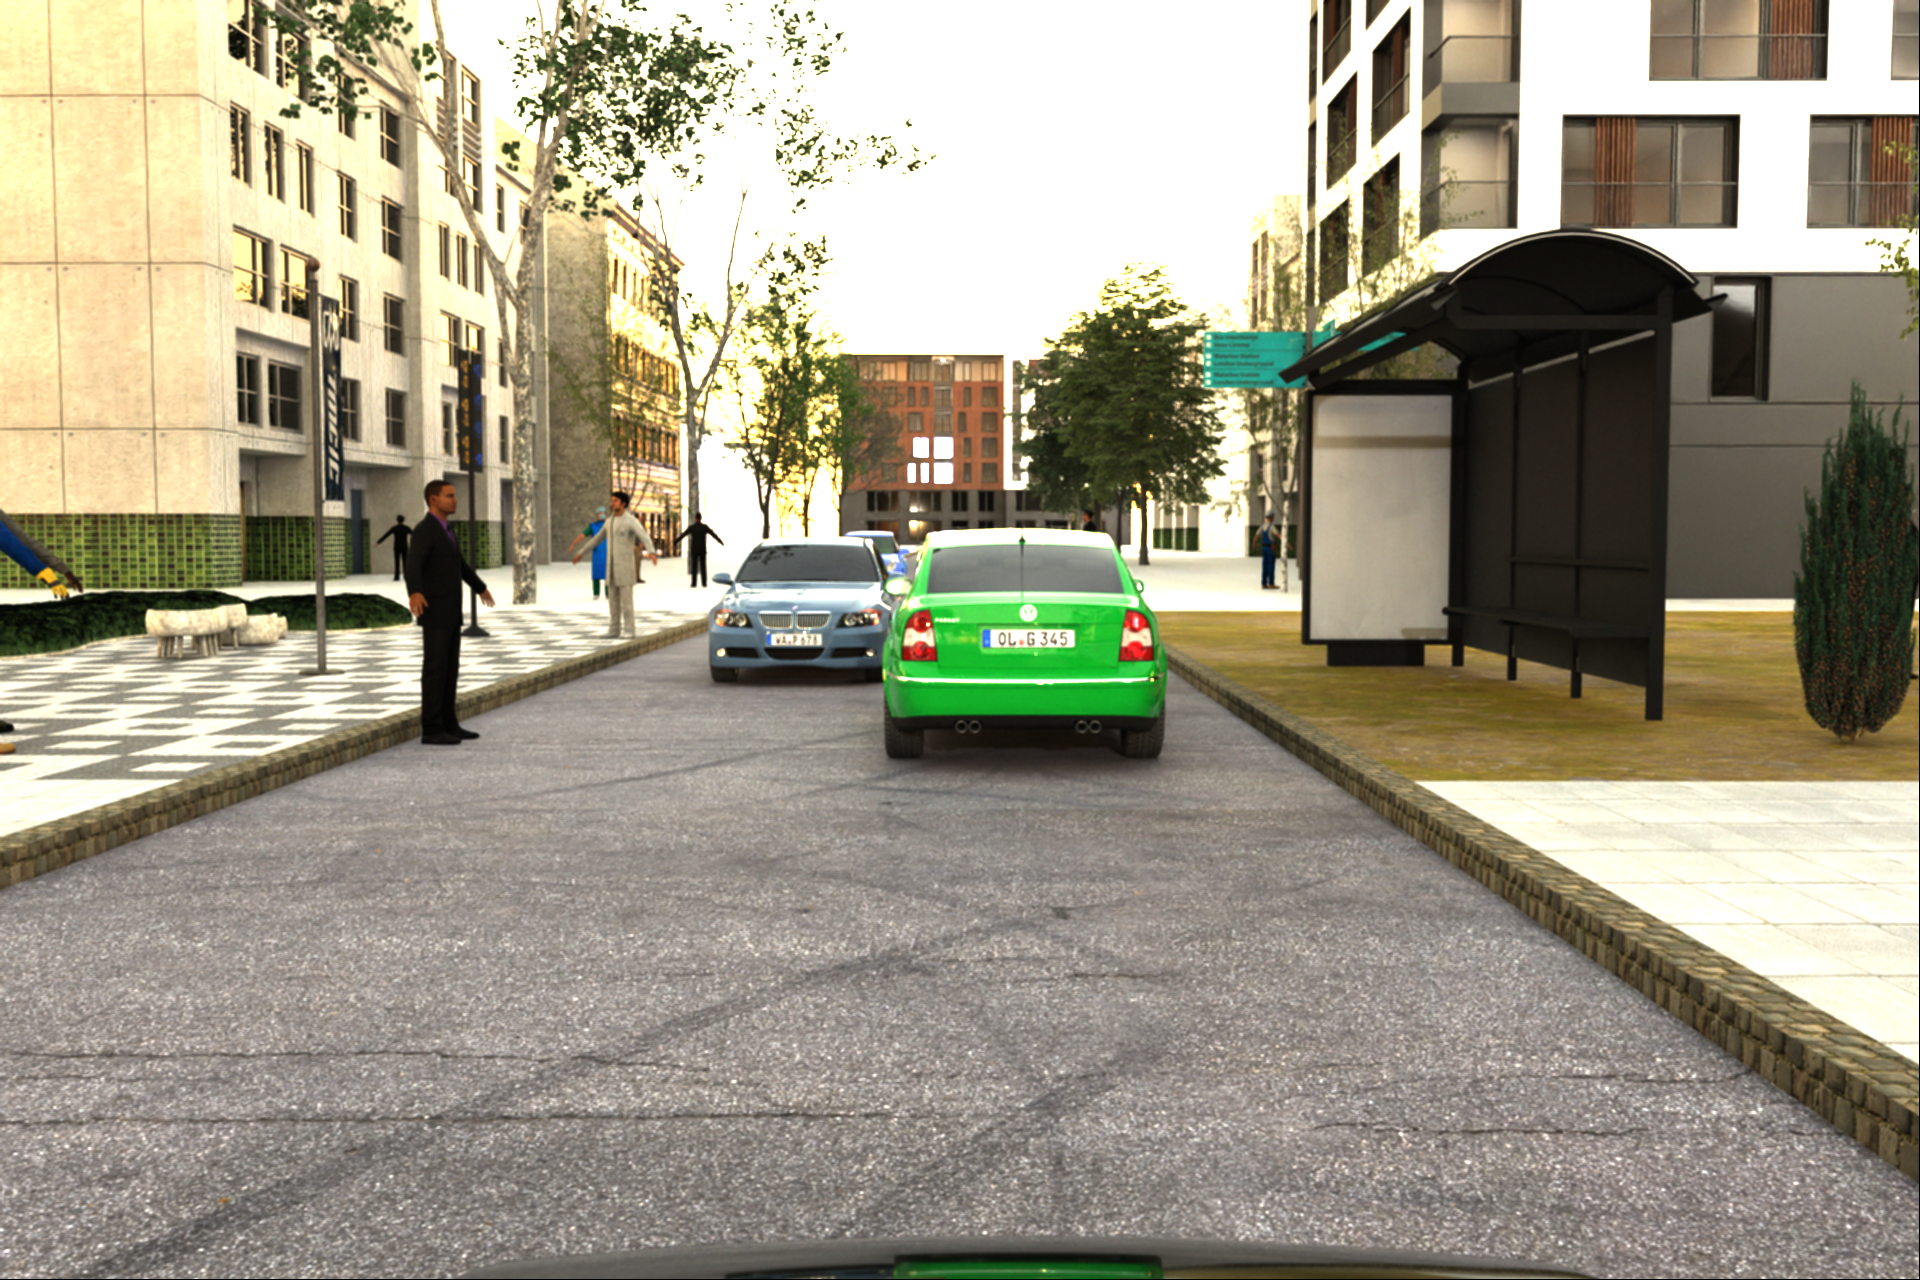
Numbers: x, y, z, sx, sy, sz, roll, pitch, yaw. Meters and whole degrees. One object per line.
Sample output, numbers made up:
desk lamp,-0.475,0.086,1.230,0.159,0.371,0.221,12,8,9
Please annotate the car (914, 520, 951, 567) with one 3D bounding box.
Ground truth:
car,-0.275,-2.339,47.043,1.959,1.807,4.718,0,4,-1

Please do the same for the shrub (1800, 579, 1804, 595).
shrub,11.874,-0.754,23.446,1.383,1.207,1.383,0,3,0

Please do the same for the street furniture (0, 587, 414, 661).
street furniture,-10.347,-0.377,21.791,5.734,0.657,10.072,0,4,-3

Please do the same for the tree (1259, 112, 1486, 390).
tree,7.651,-4.889,30.299,4.360,8.622,3.978,0,3,0

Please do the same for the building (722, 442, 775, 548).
building,-22.718,-14.043,171.746,9.099,9.664,28.070,0,4,1

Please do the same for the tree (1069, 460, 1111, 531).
tree,7.784,-9.601,107.334,4.737,8.622,4.395,0,3,0

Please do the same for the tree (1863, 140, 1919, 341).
tree,16.456,-4.688,27.009,4.737,8.622,4.395,0,3,0

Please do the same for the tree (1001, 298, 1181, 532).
tree,7.316,-11.428,93.496,9.857,13.997,8.962,0,3,0

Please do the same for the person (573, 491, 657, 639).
person,-4.196,-0.924,21.291,1.347,1.806,0.705,2,4,32

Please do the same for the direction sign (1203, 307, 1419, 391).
direction sign,4.128,-1.904,19.899,2.525,3.948,1.411,0,3,0

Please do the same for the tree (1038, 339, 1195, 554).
tree,7.327,-8.988,81.371,8.767,10.594,7.601,2,4,26

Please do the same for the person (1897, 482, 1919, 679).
person,8.435,-0.534,15.452,0.721,1.740,1.216,0,4,-4

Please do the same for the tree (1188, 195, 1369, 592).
tree,7.176,-5.354,37.901,4.360,8.622,3.978,0,3,0

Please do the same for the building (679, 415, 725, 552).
building,-22.994,-11.849,135.883,9.099,9.664,28.070,0,4,1

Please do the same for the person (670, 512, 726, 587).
person,-6.318,-2.181,41.889,1.346,1.802,0.704,-1,4,-13

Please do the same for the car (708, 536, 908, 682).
car,-1.542,-0.386,18.308,2.014,1.417,4.499,0,3,0

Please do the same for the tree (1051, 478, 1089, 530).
tree,6.952,-9.985,113.610,4.360,8.622,3.978,0,3,0

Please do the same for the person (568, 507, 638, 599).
person,-7.027,-1.708,34.049,1.347,1.817,0.704,-1,4,-20

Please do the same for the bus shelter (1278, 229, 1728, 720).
bus shelter,4.097,-1.246,14.289,2.014,3.302,5.546,0,4,1

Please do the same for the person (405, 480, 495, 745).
person,-3.548,-0.198,11.927,0.704,1.802,1.346,0,4,5

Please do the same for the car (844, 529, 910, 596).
car,-2.152,-1.933,41.200,1.945,1.707,3.694,0,4,1

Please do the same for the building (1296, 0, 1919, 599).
building,23.361,-12.585,49.735,27.936,21.610,32.646,0,4,0

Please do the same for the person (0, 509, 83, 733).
person,-6.366,-0.305,11.111,1.348,1.813,0.705,0,4,-5

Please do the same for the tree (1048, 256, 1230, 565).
tree,7.206,-9.383,71.540,7.486,12.596,7.792,0,3,0

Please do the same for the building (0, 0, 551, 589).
building,-25.545,-11.566,55.562,16.747,18.905,31.486,0,4,1

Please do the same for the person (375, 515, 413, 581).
person,-15.406,-2.539,47.705,1.347,1.806,0.705,-2,4,-26

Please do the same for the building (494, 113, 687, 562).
building,-25.081,-15.720,87.943,19.493,23.208,18.063,0,4,1

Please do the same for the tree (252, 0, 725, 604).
tree,-9.179,-10.774,32.045,12.611,20.169,13.585,0,3,0

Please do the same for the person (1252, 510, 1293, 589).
person,7.268,-2.125,40.608,0.705,1.847,1.347,-2,4,-32

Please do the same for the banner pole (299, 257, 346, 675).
banner pole,-5.850,-1.590,16.019,0.401,3.779,0.863,0,4,2

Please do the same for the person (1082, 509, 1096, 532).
person,2.821,-1.987,38.419,0.705,1.837,1.347,1,4,19

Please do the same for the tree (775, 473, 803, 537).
tree,-19.735,-15.452,203.005,4.360,8.622,3.978,0,3,0

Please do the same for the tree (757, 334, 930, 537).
tree,-7.476,-12.009,106.723,12.009,13.543,11.850,0,3,0

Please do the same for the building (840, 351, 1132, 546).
building,2.429,-21.963,205.528,32.646,21.610,27.936,0,4,-2

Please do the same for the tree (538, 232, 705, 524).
tree,-8.209,-5.657,42.848,4.360,8.622,3.978,0,3,0

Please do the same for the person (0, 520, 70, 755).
person,-5.772,-0.249,10.042,1.349,1.833,0.705,1,4,19

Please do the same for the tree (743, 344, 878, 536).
tree,-8.309,-10.286,93.928,9.928,11.665,9.643,0,3,0

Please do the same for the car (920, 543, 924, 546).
car,-0.613,-3.780,73.598,2.131,1.459,4.920,0,4,0

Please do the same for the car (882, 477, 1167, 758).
car,0.407,-0.223,12.435,1.959,1.807,4.718,0,3,0

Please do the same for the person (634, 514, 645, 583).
person,-8.435,-2.400,45.510,0.705,1.796,1.348,-1,4,-10

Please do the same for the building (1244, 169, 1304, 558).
building,24.685,-13.250,83.102,16.747,18.905,31.486,0,3,0

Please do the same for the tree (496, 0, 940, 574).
tree,-7.513,-12.105,53.802,12.611,20.169,13.585,0,3,0

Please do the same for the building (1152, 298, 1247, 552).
building,25.440,-16.624,138.258,16.747,18.905,31.486,0,4,0

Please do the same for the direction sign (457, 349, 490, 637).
direction sign,-6.111,-1.815,21.679,0.379,3.537,0.876,0,4,1

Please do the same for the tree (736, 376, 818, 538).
tree,-8.106,-7.821,78.241,4.737,8.622,4.395,0,3,0

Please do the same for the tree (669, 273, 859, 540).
tree,-7.921,-8.812,69.832,9.928,11.665,9.643,0,3,0
